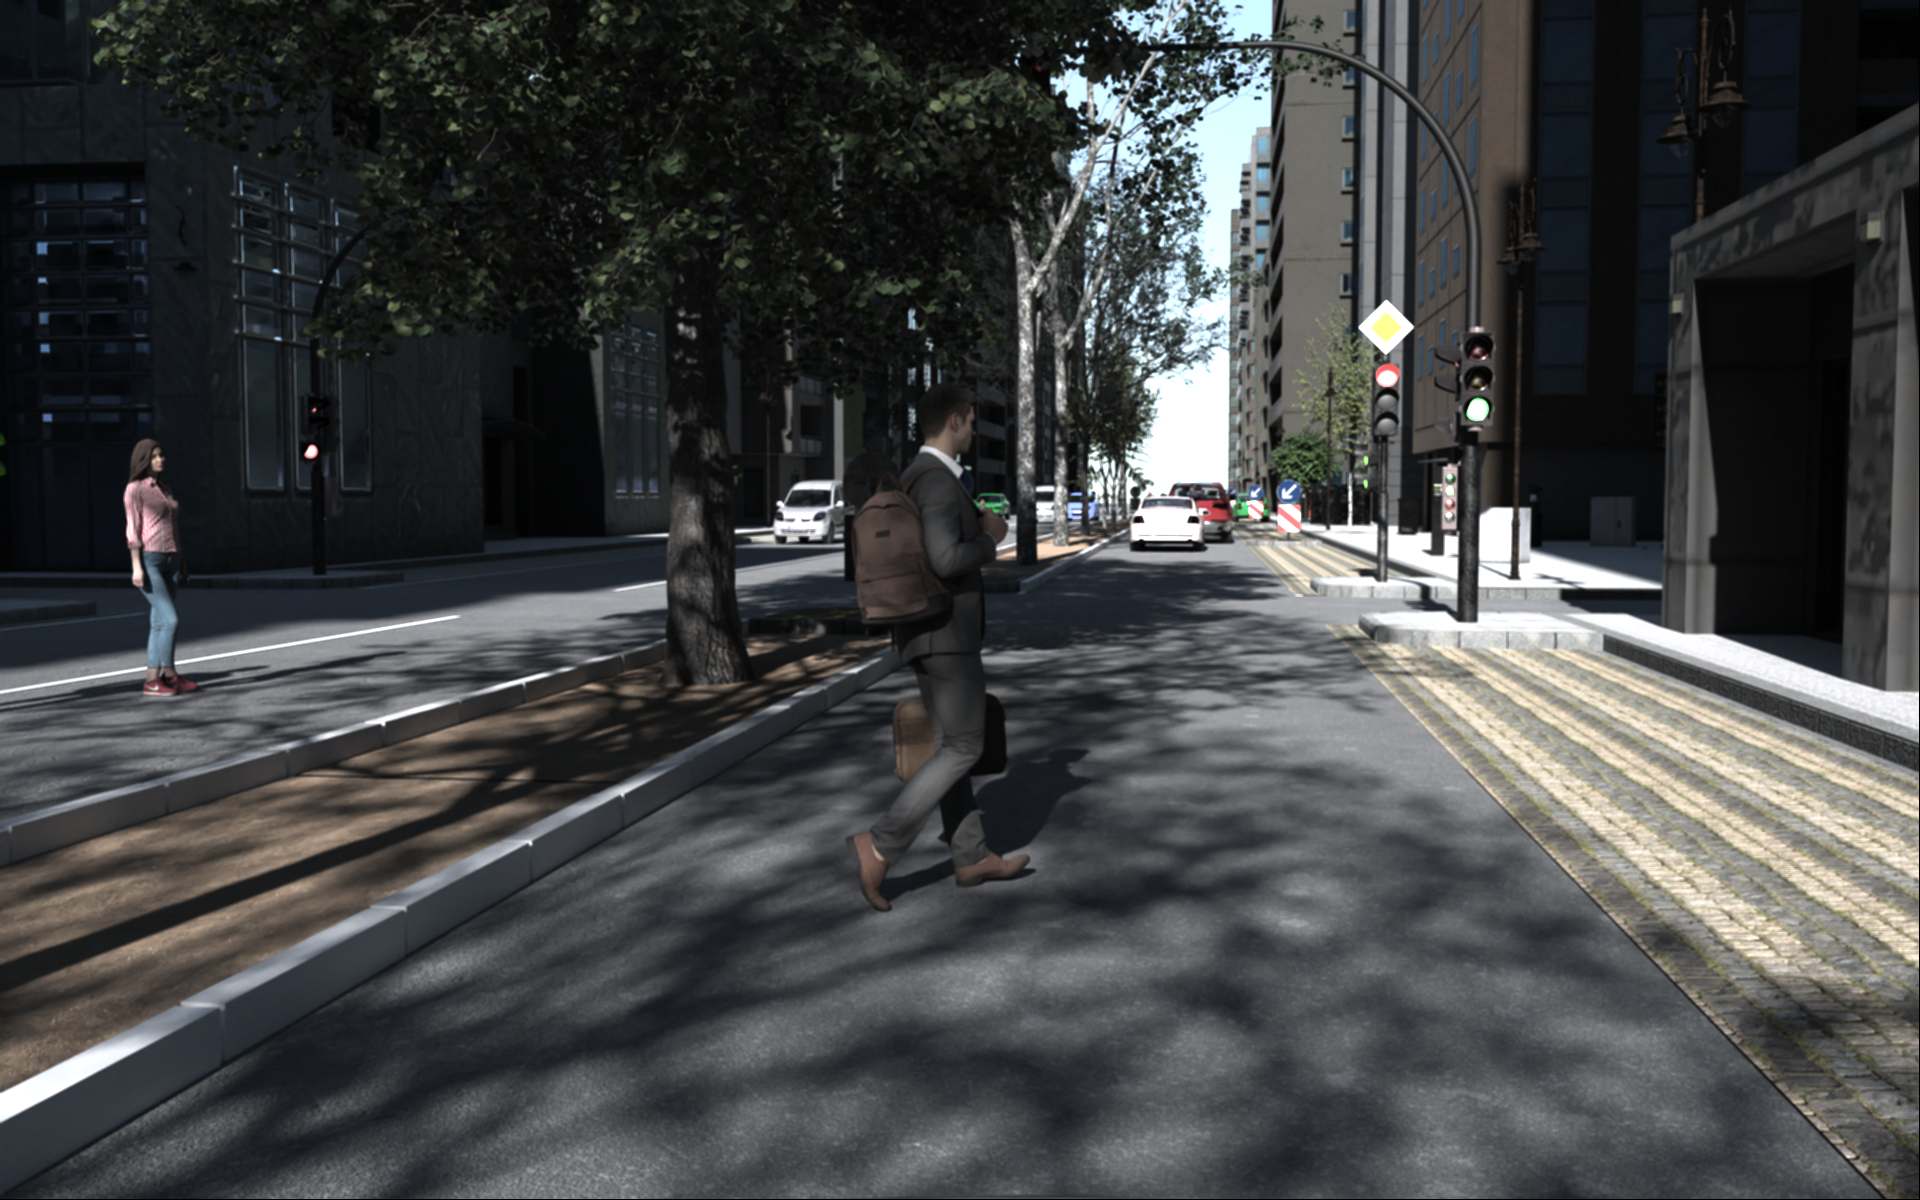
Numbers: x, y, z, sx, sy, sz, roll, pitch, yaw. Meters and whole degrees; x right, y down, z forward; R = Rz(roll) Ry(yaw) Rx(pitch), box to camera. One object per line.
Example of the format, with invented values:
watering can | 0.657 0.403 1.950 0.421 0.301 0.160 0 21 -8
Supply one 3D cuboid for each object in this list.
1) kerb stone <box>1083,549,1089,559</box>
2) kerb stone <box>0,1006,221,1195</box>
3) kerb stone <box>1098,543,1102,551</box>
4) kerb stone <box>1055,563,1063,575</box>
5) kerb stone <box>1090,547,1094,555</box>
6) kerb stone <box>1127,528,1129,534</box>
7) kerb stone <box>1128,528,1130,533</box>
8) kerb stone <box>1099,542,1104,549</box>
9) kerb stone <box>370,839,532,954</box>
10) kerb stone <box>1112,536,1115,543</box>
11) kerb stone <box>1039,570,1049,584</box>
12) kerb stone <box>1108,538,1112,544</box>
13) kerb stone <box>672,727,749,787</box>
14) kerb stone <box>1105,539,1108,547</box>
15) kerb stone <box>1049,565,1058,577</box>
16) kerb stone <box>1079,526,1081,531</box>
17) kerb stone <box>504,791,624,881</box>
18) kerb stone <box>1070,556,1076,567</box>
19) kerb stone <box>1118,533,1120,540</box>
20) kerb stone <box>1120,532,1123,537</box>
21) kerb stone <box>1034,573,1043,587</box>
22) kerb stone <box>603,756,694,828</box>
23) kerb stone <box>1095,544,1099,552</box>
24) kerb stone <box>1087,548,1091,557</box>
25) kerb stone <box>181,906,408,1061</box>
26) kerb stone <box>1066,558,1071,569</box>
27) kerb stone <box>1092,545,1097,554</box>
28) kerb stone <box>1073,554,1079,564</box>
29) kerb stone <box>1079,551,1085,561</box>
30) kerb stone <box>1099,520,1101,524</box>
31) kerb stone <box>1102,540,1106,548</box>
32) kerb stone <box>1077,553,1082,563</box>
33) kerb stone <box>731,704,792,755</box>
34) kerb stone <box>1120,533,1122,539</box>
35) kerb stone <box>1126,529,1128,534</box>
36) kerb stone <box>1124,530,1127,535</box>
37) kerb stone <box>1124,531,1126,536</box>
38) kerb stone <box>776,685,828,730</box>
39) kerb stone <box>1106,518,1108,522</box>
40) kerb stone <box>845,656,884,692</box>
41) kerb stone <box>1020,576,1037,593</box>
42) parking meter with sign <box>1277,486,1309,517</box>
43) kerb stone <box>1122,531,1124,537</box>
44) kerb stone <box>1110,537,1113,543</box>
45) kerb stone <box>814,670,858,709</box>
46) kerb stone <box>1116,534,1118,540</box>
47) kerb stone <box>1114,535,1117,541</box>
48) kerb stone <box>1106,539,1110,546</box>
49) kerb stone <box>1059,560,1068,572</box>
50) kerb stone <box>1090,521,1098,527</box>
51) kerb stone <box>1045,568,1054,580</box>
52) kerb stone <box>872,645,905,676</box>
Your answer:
kerb stone | 2.667 -0.960 37.897 0.120 0.150 1.000 0 4 8
kerb stone | -1.980 1.125 3.852 0.120 0.150 1.000 0 4 8
kerb stone | 3.363 -1.271 42.979 0.120 0.150 1.000 0 4 8
kerb stone | 1.694 -0.524 30.768 0.120 0.150 1.000 0 4 8
kerb stone | 2.938 -1.085 39.929 0.120 0.150 1.000 0 4 8
kerb stone | 5.722 -2.328 60.255 0.120 0.150 1.000 0 4 8
kerb stone | 5.858 -2.390 61.268 0.120 0.150 1.000 0 4 8
kerb stone | 3.500 -1.333 43.994 0.120 0.150 1.000 0 4 8
kerb stone | -1.712 0.997 5.890 0.120 0.150 1.000 0 4 8
kerb stone | 4.334 -1.706 50.090 0.120 0.150 1.000 0 4 8
kerb stone | 1.281 -0.338 27.717 0.120 0.150 1.000 0 4 8
kerb stone | 4.060 -1.582 48.063 0.120 0.150 1.000 0 4 8
kerb stone | -1.292 0.811 8.938 0.120 0.150 1.000 0 4 8
kerb stone | 3.772 -1.457 46.025 0.120 0.150 1.000 0 4 8
kerb stone | 1.546 -0.462 29.754 0.120 0.150 1.000 0 4 8
kerb stone | 4.474 -2.718 66.640 0.120 0.150 1.000 0 4 8
kerb stone | -1.574 0.935 6.913 0.120 0.150 1.000 0 4 8
kerb stone | 2.114 -0.711 33.812 0.120 0.150 1.000 0 4 8
kerb stone | 4.751 -1.892 53.137 0.120 0.150 1.000 0 4 8
kerb stone | 5.031 -2.017 55.173 0.120 0.150 1.000 0 4 8
kerb stone | 1.136 -0.272 26.705 0.120 0.150 1.000 0 4 8
kerb stone | -1.432 0.877 7.925 0.120 0.150 1.000 0 4 8
kerb stone | 3.225 -1.209 41.966 0.120 0.150 1.000 0 4 8
kerb stone | 2.806 -1.023 38.915 0.120 0.150 1.000 0 4 8
kerb stone | -1.846 1.062 4.875 0.120 0.150 1.000 0 4 8
kerb stone | 1.967 -0.648 32.801 0.120 0.150 1.000 0 4 8
kerb stone | 3.087 -1.147 40.954 0.120 0.150 1.000 0 4 8
kerb stone | 2.246 -0.772 34.831 0.120 0.150 1.000 0 4 8
kerb stone | 2.523 -0.895 36.869 0.120 0.150 1.000 0 4 8
kerb stone | 6.278 -3.525 79.836 0.120 0.150 1.000 0 4 8
kerb stone | 3.643 -1.395 45.007 0.120 0.150 1.000 0 4 8
kerb stone | 2.386 -0.835 35.852 0.120 0.150 1.000 0 4 8
kerb stone | -1.155 0.751 9.954 0.120 0.150 1.000 0 4 8
kerb stone | 4.893 -1.955 54.159 0.120 0.150 1.000 0 4 8
kerb stone | 5.589 -2.266 59.238 0.120 0.150 1.000 0 4 8
kerb stone | 5.453 -2.195 58.225 0.120 0.150 1.000 0 4 8
kerb stone | 5.305 -2.134 57.214 0.120 0.150 1.000 0 4 8
kerb stone | -1.020 0.687 10.970 0.120 0.150 1.000 0 4 8
kerb stone | 7.114 -3.894 85.928 0.120 0.150 1.000 0 4 8
kerb stone | -0.737 0.564 12.998 0.120 0.150 1.000 0 4 8
kerb stone | 0.996 -0.213 25.693 0.120 0.150 1.000 0 4 8
parking meter with sign | 18.571 -6.136 96.582 1.738 3.016 0.543 1 4 10
kerb stone | 5.171 -2.079 56.188 0.120 0.150 1.000 0 4 8
kerb stone | 4.191 -1.644 49.077 0.120 0.150 1.000 0 4 8
kerb stone | -0.878 0.625 11.983 0.120 0.150 1.000 0 4 8
kerb stone | 4.608 -1.826 52.118 0.120 0.150 1.000 0 4 8
kerb stone | 4.475 -1.768 51.103 0.120 0.150 1.000 0 4 8
kerb stone | 3.914 -1.518 47.037 0.120 0.150 1.000 0 4 8
kerb stone | 1.832 -0.587 31.786 0.120 0.150 1.000 0 4 8
kerb stone | 6.004 -3.401 77.809 0.120 0.150 1.000 0 4 8
kerb stone | 1.414 -0.400 28.738 0.120 0.150 1.000 0 4 8
kerb stone | -0.603 0.500 14.014 0.120 0.150 1.000 0 4 8
